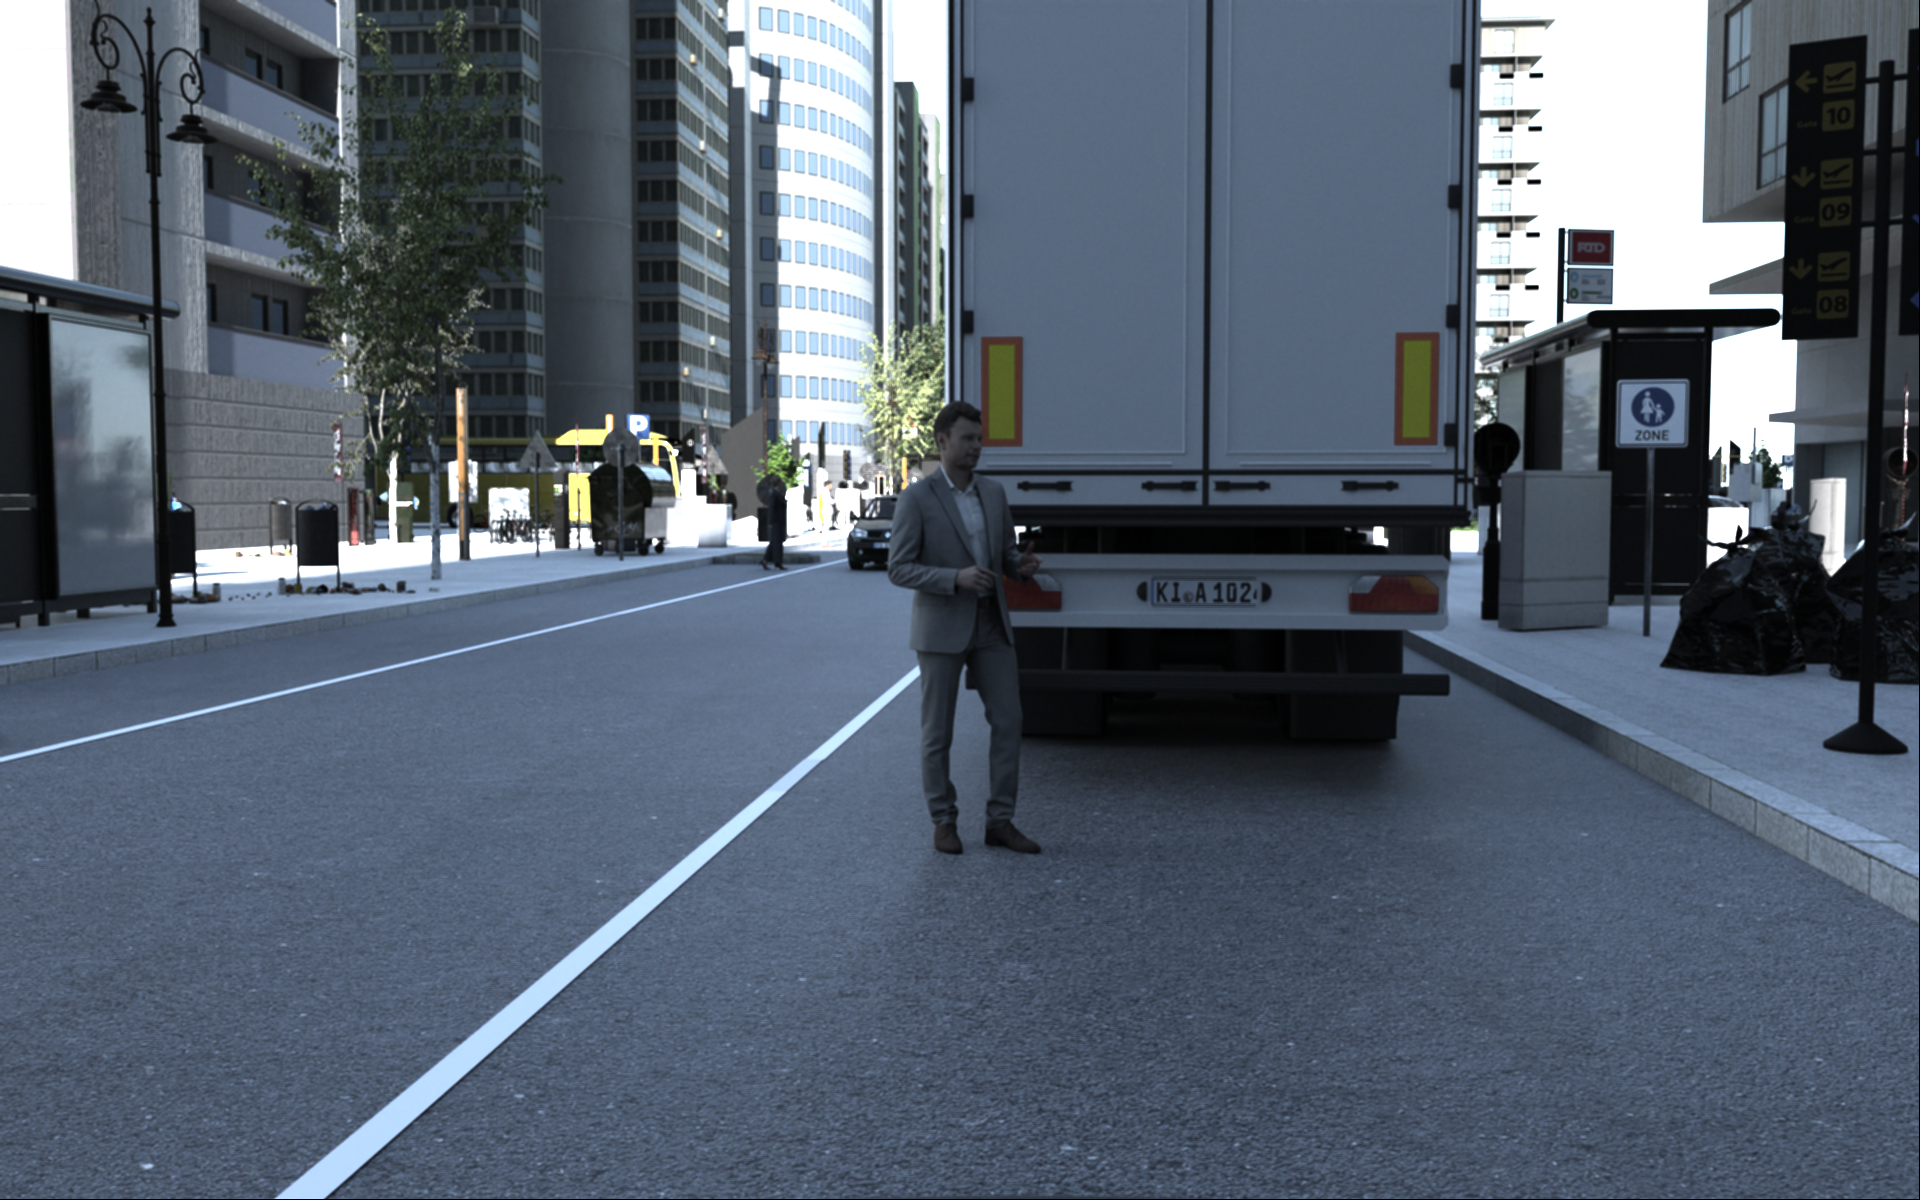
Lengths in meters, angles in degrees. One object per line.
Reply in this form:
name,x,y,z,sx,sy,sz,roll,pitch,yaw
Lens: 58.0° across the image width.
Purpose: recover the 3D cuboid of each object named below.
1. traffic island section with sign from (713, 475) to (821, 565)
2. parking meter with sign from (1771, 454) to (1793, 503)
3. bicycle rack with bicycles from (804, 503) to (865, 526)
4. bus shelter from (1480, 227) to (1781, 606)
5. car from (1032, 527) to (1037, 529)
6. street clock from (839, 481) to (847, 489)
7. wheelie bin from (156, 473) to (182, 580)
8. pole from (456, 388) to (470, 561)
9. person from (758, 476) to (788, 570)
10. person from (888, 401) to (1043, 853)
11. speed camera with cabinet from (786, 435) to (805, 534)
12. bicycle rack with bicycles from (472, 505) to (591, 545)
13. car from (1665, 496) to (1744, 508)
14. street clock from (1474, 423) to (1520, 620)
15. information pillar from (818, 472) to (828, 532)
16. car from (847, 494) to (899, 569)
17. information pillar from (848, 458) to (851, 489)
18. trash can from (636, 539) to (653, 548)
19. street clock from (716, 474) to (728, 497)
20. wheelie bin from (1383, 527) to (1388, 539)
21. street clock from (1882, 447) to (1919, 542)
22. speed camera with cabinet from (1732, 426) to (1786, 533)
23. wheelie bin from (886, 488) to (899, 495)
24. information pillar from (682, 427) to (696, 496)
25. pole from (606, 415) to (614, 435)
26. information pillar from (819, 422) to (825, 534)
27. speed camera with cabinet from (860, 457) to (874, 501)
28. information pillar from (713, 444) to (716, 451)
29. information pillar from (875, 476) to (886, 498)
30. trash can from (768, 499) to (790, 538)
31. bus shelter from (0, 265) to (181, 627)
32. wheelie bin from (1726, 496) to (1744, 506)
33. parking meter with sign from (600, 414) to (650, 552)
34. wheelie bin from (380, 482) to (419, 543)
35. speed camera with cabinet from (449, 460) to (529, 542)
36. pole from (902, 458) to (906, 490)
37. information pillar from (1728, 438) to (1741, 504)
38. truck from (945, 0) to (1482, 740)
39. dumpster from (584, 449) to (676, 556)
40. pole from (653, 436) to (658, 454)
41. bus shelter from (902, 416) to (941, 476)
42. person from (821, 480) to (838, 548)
traffic island section with sign,-3.980,-1.686,36.195,1.989,1.847,2.006,0,4,5
parking meter with sign,36.058,-4.913,76.583,0.543,3.016,1.738,0,4,-8
bicycle rack with bicycles,-5.407,-3.482,70.320,2.852,0.926,2.925,0,4,-4
bus shelter,8.585,-2.827,23.857,2.179,5.291,8.768,0,4,5
car,2.004,-1.095,26.697,1.959,1.807,4.718,0,4,7
street clock,-6.708,-5.795,99.310,0.471,2.002,0.358,-3,4,-38
wheelie bin,-12.133,-1.101,25.918,0.980,1.594,0.693,-1,4,-14
pole,-9.581,-2.420,33.404,0.158,3.312,0.155,0,3,0
person,-3.510,-1.456,32.728,0.534,1.772,0.576,-1,4,-20
person,0.052,0.110,6.901,0.606,1.804,0.583,-3,4,-37
speed camera with cabinet,-5.454,-3.844,57.187,0.660,3.252,2.038,0,4,-3
bicycle rack with bicycles,-10.912,-1.887,44.239,2.852,0.926,2.925,1,4,22
car,27.503,-3.105,63.126,4.827,1.381,2.083,0,4,5
street clock,5.442,-0.801,17.670,0.471,2.002,0.358,1,4,11
information pillar,-4.644,-3.309,58.601,0.304,2.012,0.304,0,4,3
car,-1.102,-1.491,34.165,2.009,1.686,4.222,0,4,7
information pillar,-7.191,-7.381,112.026,0.183,3.616,0.504,-2,4,-33
trash can,-7.682,-1.830,41.570,0.748,1.137,0.748,0,3,0
street clock,-7.103,-2.881,51.672,0.358,2.002,0.471,-2,4,-25
wheelie bin,12.121,-2.548,49.560,0.980,1.594,0.693,2,4,31
street clock,14.546,-1.363,26.859,0.471,2.002,0.358,0,4,5
speed camera with cabinet,23.684,-3.483,51.283,2.038,3.252,0.660,-3,4,-36
wheelie bin,-3.221,-4.615,83.360,0.693,1.594,0.980,-2,4,-30
information pillar,-9.458,-4.229,60.504,0.504,3.616,0.183,1,4,15
pole,-9.010,-3.110,44.688,0.158,3.312,0.155,0,3,0
information pillar,-4.457,-3.955,56.019,0.183,3.616,0.504,1,4,10
speed camera with cabinet,-5.481,-5.980,92.108,2.038,3.252,0.660,2,4,32
information pillar,-11.454,-5.450,80.464,0.183,3.616,0.504,-2,4,-26
information pillar,-3.181,-3.924,68.642,0.304,2.012,0.304,-2,4,-31
trash can,-5.092,-2.234,48.185,0.748,1.137,0.748,0,3,0
bus shelter,-9.880,-2.250,14.412,2.179,5.291,8.768,0,4,5
wheelie bin,38.007,-4.697,84.701,0.980,1.594,0.693,1,4,14
parking meter with sign,-7.551,-2.594,38.668,0.543,3.016,1.738,-3,4,-36
wheelie bin,-14.642,-2.284,45.249,0.980,1.594,0.693,-1,4,-18
speed camera with cabinet,-12.843,-3.234,47.213,2.038,3.252,0.660,-2,4,-25
pole,-3.133,-6.323,97.230,0.158,3.312,0.155,0,3,0
information pillar,32.596,-4.990,72.944,0.504,3.616,0.183,1,4,9
truck,1.775,-1.503,13.486,2.839,4.237,11.283,0,4,7
dumpster,-6.978,-2.087,36.624,1.502,2.255,1.985,0,4,5
pole,-10.690,-4.103,60.930,0.158,3.312,0.155,0,3,0
bus shelter,-1.639,-6.996,92.009,2.179,5.291,8.768,0,4,6
person,-3.483,-2.300,46.282,0.466,1.800,0.511,-1,4,-18
